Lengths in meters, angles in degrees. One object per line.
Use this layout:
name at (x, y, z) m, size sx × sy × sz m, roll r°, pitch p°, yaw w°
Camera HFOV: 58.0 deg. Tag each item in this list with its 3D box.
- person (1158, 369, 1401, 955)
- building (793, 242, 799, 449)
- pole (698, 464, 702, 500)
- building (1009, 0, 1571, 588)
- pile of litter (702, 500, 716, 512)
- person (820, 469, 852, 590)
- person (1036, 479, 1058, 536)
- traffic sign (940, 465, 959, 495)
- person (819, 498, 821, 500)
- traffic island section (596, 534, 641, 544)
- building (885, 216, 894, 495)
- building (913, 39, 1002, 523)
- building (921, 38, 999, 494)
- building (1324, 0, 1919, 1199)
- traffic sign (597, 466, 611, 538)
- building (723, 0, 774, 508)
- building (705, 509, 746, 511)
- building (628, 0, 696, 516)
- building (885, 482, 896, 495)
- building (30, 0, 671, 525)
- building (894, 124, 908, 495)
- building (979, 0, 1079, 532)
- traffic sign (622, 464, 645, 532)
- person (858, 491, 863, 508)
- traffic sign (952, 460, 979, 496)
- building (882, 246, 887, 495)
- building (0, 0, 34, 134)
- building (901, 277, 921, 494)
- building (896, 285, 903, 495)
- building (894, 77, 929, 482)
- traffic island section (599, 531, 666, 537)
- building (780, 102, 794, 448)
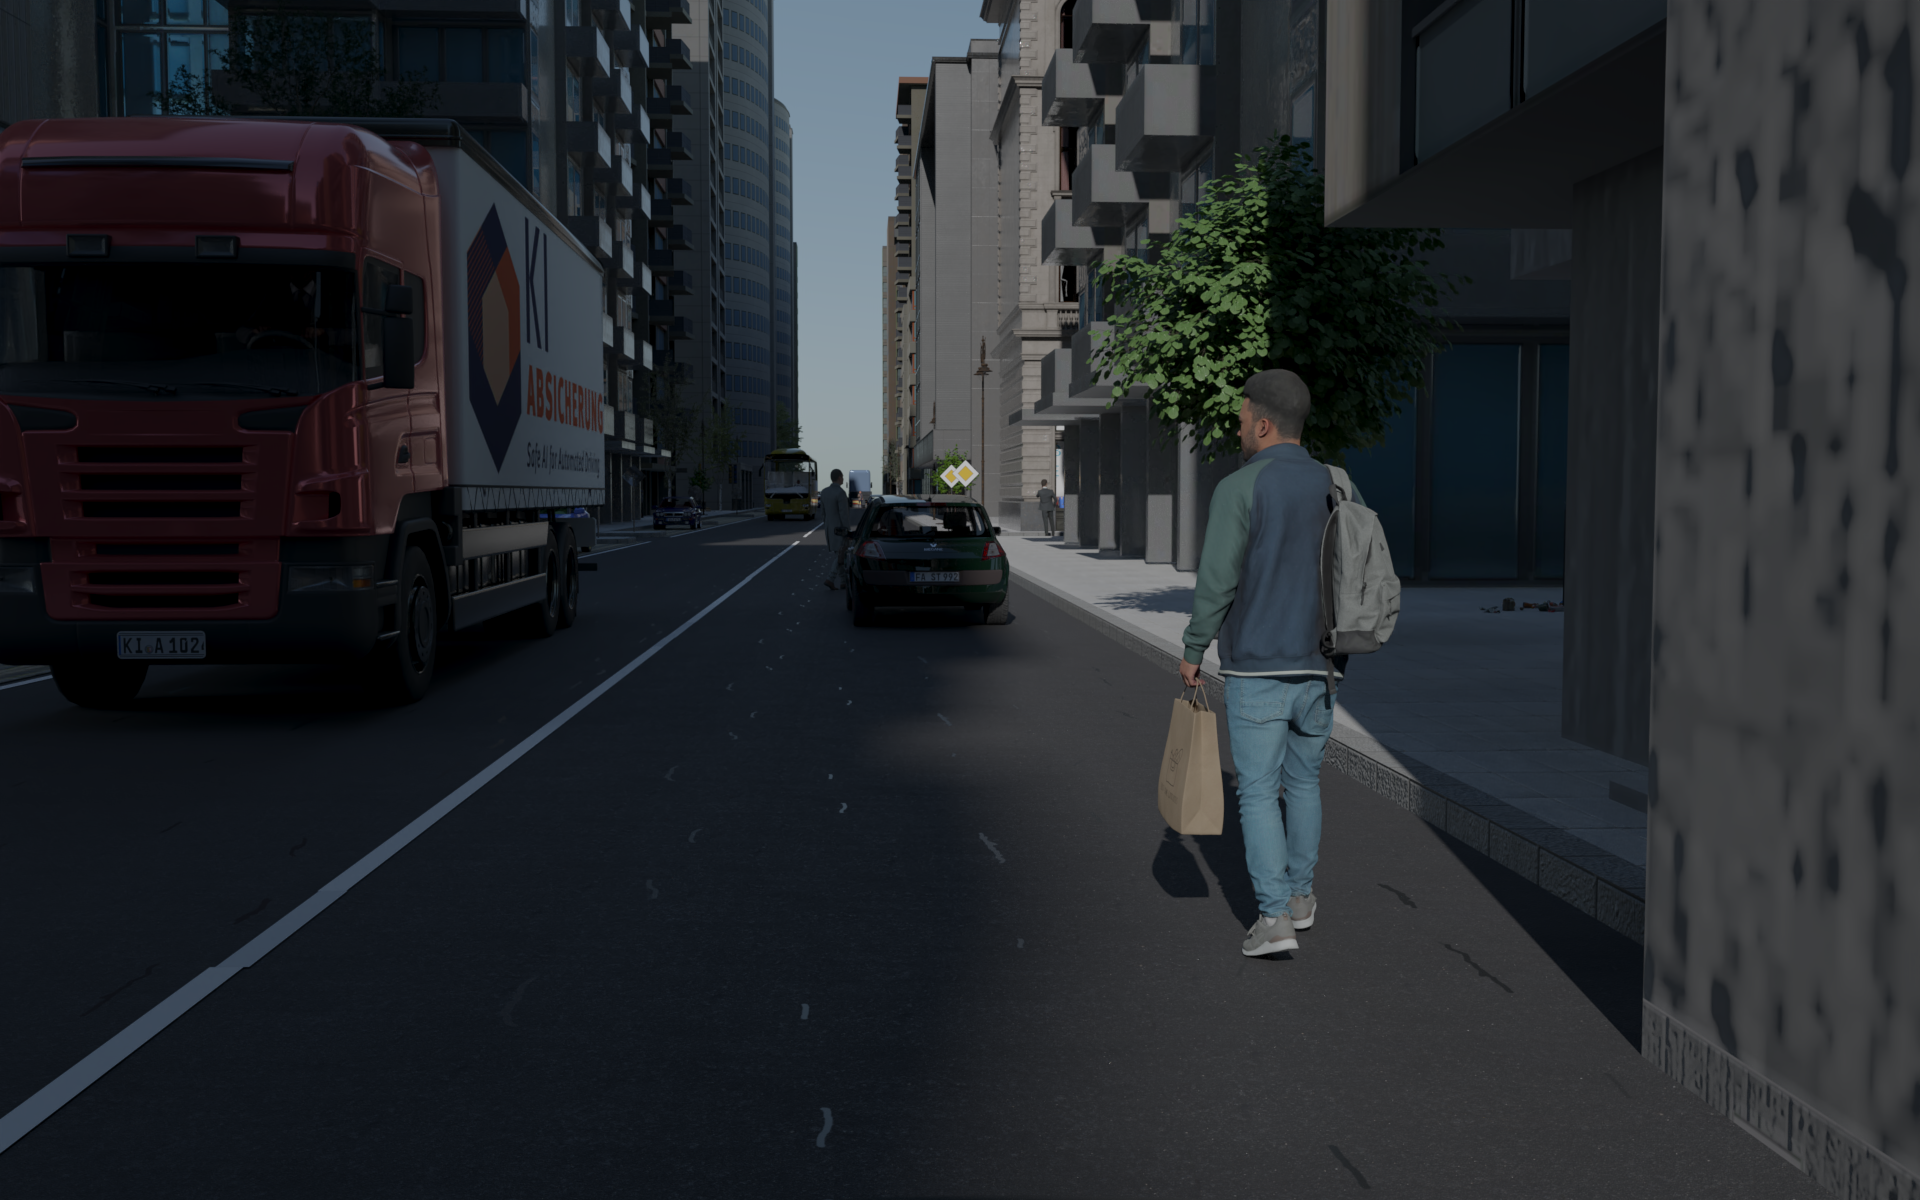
person at (0.962, 0.184, 5.482) m, size 0.794 × 1.824 × 0.713 m, roll 0°, pitch 4°, yaw -2°
building at (-32.732, -36.037, 272.802) m, size 14.154 × 41.232 × 14.086 m, roll 0°, pitch 4°, yaw -3°
pole at (-17.559, -7.526, 116.887) m, size 0.158 × 3.312 × 0.155 m, roll 0°, pitch 3°, yaw 0°
building at (13.591, -25.439, 35.541) m, size 23.786 × 49.044 × 30.456 m, roll 0°, pitch 4°, yaw -3°
pile of litter at (-18.749, -6.910, 126.948) m, size 1.719 × 0.858 × 1.176 m, roll 0°, pitch 4°, yaw -4°
person at (-1.797, -1.064, 26.002) m, size 0.767 × 1.812 × 0.694 m, roll -3°, pitch 5°, yaw -40°
person at (2.720, -2.857, 54.575) m, size 0.648 × 1.900 × 0.474 m, roll -1°, pitch 4°, yaw -18°
traffic sign at (-0.291, -3.392, 59.097) m, size 0.795 × 2.450 × 0.064 m, roll 0°, pitch 4°, yaw -3°
person at (-11.343, -8.454, 146.817) m, size 1.348 × 1.812 × 0.705 m, roll 2°, pitch 4°, yaw 25°
traffic island section at (-10.589, -1.732, 50.597) m, size 2.009 × 0.180 × 2.903 m, roll 0°, pitch 4°, yaw -3°
building at (-4.392, -37.977, 271.034) m, size 14.600 × 45.320 × 14.200 m, roll 0°, pitch 4°, yaw -3°
building at (5.133, -16.563, 89.872) m, size 14.314 × 24.678 × 30.058 m, roll 0°, pitch 4°, yaw -3°
building at (3.166, -20.920, 119.529) m, size 11.434 × 29.767 × 29.804 m, roll 0°, pitch 4°, yaw -3°
building at (8.649, -19.672, 5.236) m, size 14.154 × 41.232 × 14.086 m, roll 0°, pitch 4°, yaw -3°
traffic sign at (-10.566, -2.868, 50.537) m, size 0.795 × 2.450 × 0.064 m, roll 0°, pitch 4°, yaw -3°
building at (-29.118, -38.255, 167.468) m, size 21.231 × 58.520 × 28.212 m, roll 0°, pitch 4°, yaw -3°
building at (-27.822, -43.061, 142.305) m, size 20.563 × 71.187 × 20.611 m, roll 0°, pitch 4°, yaw -3°
building at (-28.585, -27.777, 108.778) m, size 22.147 × 44.769 × 28.867 m, roll 0°, pitch 4°, yaw -3°
building at (5.252, -34.282, 252.395) m, size 32.217 × 40.220 × 23.993 m, roll 0°, pitch 4°, yaw -3°
building at (-25.014, -27.620, 71.198) m, size 23.786 × 49.044 × 30.456 m, roll 0°, pitch 4°, yaw -3°
building at (0.051, -33.814, 202.972) m, size 14.600 × 45.320 × 14.200 m, roll 0°, pitch 4°, yaw -3°
building at (11.024, -14.370, 63.828) m, size 19.941 × 23.489 × 11.050 m, roll 0°, pitch 4°, yaw -3°
traffic sign at (-11.019, -3.356, 58.509) m, size 0.795 × 2.450 × 0.064 m, roll 0°, pitch 4°, yaw -3°
person at (-9.930, -10.057, 173.454) m, size 0.617 × 1.759 × 0.750 m, roll -1°, pitch 4°, yaw -20°
traffic sign at (0.163, -2.904, 51.125) m, size 0.795 × 2.450 × 0.064 m, roll 0°, pitch 4°, yaw -3°
building at (-5.828, -36.861, 286.275) m, size 14.154 × 41.232 × 14.086 m, roll 0°, pitch 4°, yaw -3°
building at (-37.571, -27.112, 32.527) m, size 27.495 × 52.752 × 28.713 m, roll 0°, pitch 4°, yaw -3°
building at (9.007, -18.838, 153.036) m, size 27.650 × 21.520 × 28.899 m, roll 0°, pitch 4°, yaw -3°
building at (-1.587, -28.204, 232.842) m, size 14.160 × 30.474 × 14.107 m, roll 0°, pitch 4°, yaw -3°
building at (4.332, -32.219, 181.398) m, size 22.147 × 44.769 × 28.867 m, roll 0°, pitch 4°, yaw -3°
traffic island section at (-11.042, -2.219, 58.569) m, size 2.009 × 0.180 × 2.903 m, roll 0°, pitch 4°, yaw -3°
building at (-35.179, -43.363, 250.976) m, size 21.231 × 58.520 × 28.212 m, roll 0°, pitch 4°, yaw -3°
